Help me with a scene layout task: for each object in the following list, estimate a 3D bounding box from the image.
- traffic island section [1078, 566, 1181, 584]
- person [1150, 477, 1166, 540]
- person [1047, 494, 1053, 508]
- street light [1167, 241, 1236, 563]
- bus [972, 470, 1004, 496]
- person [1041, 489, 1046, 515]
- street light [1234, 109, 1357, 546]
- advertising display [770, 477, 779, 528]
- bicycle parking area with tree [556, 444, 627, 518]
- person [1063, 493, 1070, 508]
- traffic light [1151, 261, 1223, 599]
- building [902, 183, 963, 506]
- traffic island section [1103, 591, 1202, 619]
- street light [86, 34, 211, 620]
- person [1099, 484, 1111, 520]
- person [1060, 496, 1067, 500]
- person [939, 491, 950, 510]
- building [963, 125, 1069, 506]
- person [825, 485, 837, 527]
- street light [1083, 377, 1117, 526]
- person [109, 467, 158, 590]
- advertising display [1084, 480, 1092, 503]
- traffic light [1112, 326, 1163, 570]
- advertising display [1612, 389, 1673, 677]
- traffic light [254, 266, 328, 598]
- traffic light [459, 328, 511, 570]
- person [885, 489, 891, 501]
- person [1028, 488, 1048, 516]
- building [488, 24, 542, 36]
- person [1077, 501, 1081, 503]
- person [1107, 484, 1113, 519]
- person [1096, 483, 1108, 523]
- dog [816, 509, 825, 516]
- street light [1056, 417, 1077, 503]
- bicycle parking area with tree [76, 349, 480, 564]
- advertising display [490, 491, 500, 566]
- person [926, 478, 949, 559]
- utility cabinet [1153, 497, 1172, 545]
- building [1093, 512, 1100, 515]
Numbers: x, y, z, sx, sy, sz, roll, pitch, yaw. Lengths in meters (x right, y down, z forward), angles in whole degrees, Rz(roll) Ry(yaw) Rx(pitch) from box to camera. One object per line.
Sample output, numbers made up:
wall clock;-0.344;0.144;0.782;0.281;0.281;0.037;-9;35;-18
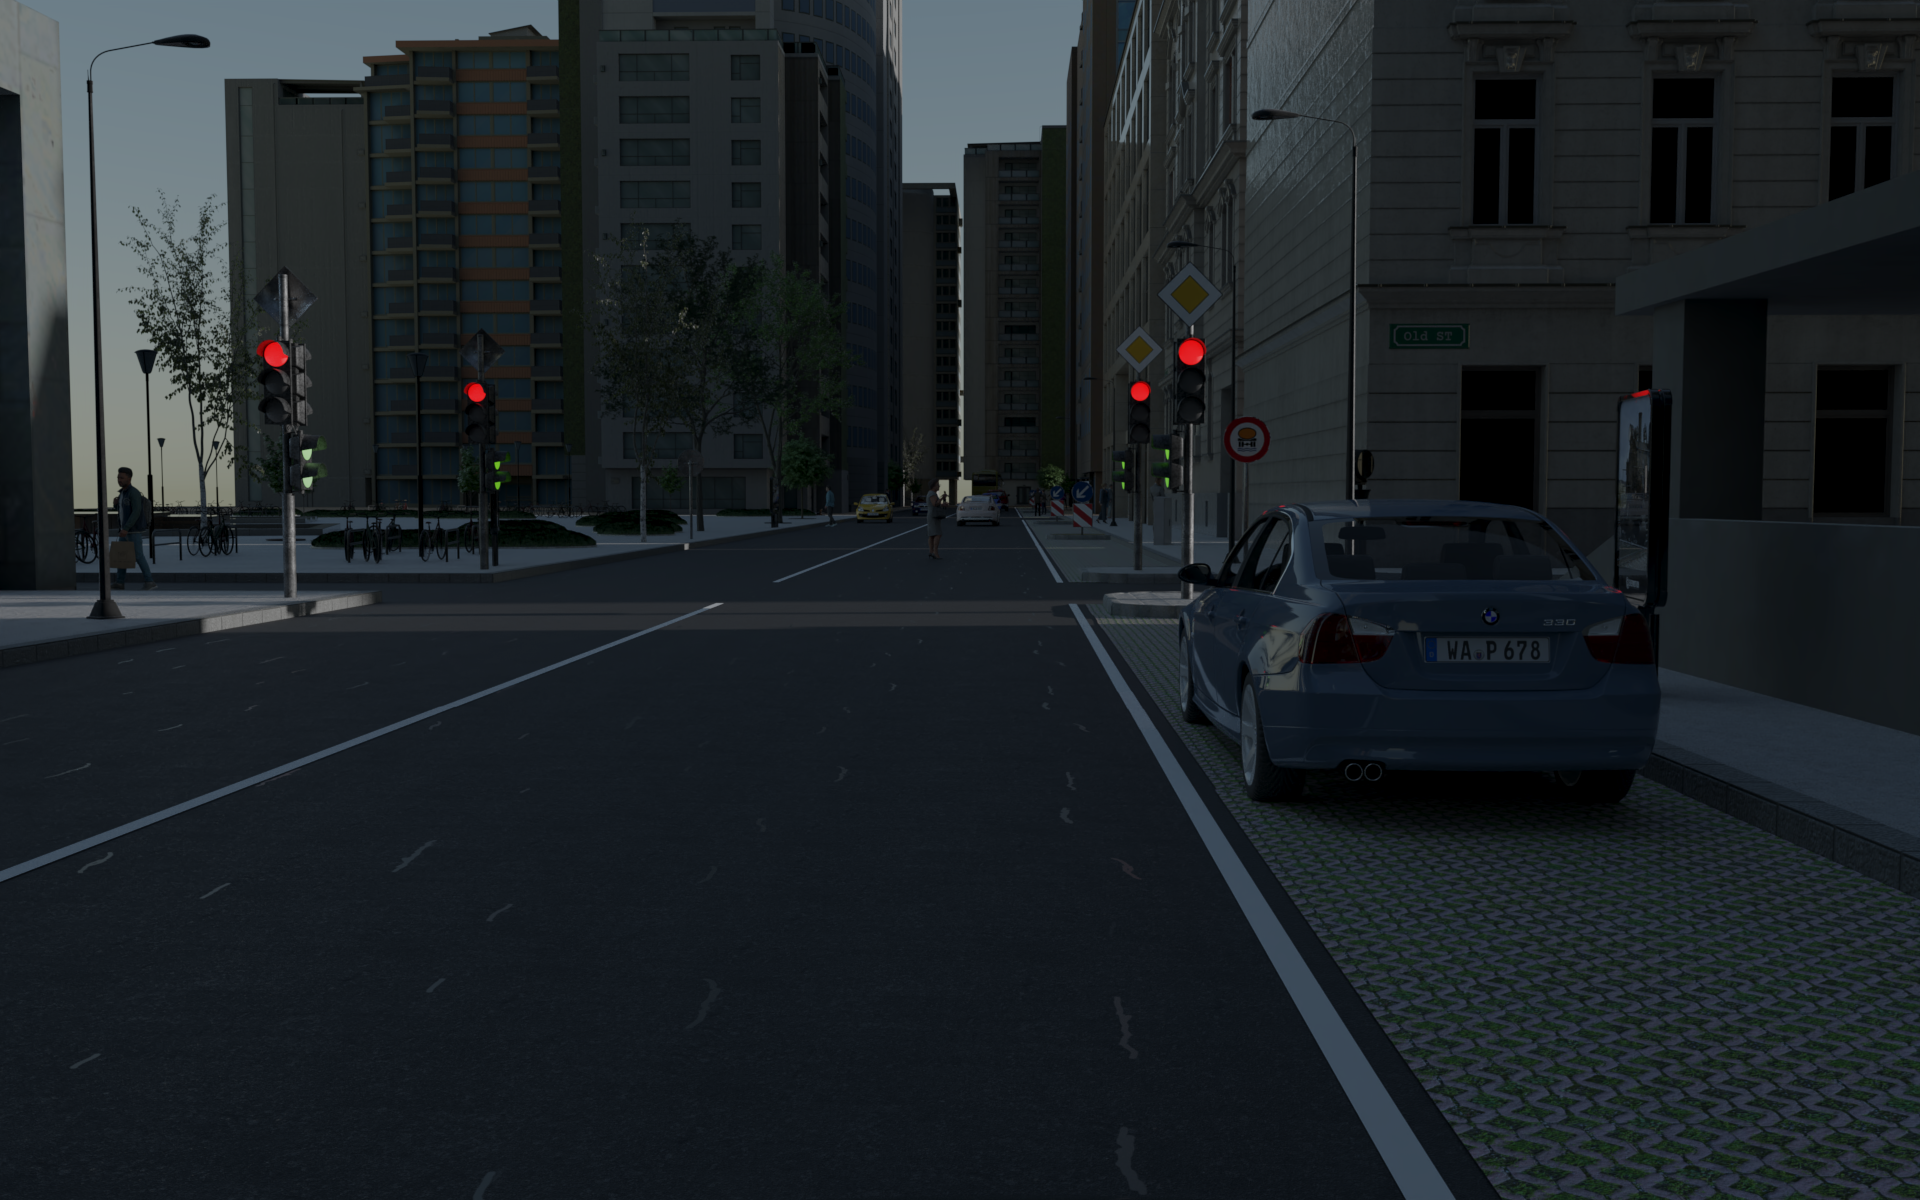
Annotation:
traffic island section;3.019;-0.423;29.193;2.009;0.180;2.903;0;4;2
person;5.243;-2.384;45.300;0.520;1.790;0.573;3;4;39
person;8.614;-9.584;163.264;0.721;1.766;1.217;3;5;41
street light;4.493;-3.633;31.942;1.470;5.913;1.316;0;4;2
bus;2.758;-11.118;173.329;2.896;3.916;12.252;0;4;4
person;5.696;-6.798;120.177;0.617;1.759;0.750;-2;4;-35
street light;4.216;-2.967;21.046;1.470;5.913;1.316;0;4;2
advertising display;-7.078;-3.726;66.130;0.123;1.923;0.974;1;4;9
bicycle parking area with tree;-22.958;-6.678;96.183;9.016;4.147;8.231;2;4;32
person;9.358;-9.090;155.354;1.217;1.739;0.721;-2;4;-24
traffic light;2.762;-1.968;21.098;0.839;4.253;0.868;0;4;2
building;-11.741;-31.373;204.837;23.993;40.220;32.217;0;4;2
traffic island section;2.802;0.065;21.211;2.009;0.180;2.903;0;4;2
street light;-8.274;-2.760;17.673;1.470;5.913;1.316;0;4;2
person;7.223;-4.918;86.470;0.581;1.822;0.654;1;4;13
person;7.764;-7.560;132.870;0.991;1.433;0.599;1;4;22
person;-1.454;-9.203;159.689;1.217;1.743;0.721;-2;4;-26
building;7.359;-31.297;195.293;14.086;41.232;14.154;0;4;2
person;-5.675;-4.144;76.272;0.620;1.820;0.660;1;4;12
street light;5.574;-5.888;68.803;1.470;5.913;1.316;0;4;2
person;-12.053;-1.018;25.123;0.713;1.824;0.794;-2;4;-27
advertising display;6.025;-4.697;82.015;0.123;1.923;0.974;-1;4;-13
traffic light;2.980;-2.456;29.081;0.839;4.253;0.868;0;4;2
advertising display;4.333;-0.356;11.037;0.123;1.923;0.974;1;4;9
traffic light;-8.295;-1.985;21.382;0.839;4.253;0.868;0;4;2
traffic light;-8.078;-2.474;29.364;0.839;4.253;0.868;0;4;2
person;-5.855;-8.177;140.538;0.445;1.727;0.742;0;4;5
person;4.992;-6.266;111.094;1.348;1.807;0.705;1;4;11
building;-38.595;-37.588;203.805;27.495;52.752;28.713;0;4;2
person;6.875;-5.639;98.145;0.836;1.842;0.656;1;4;23
person;7.873;-5.189;90.977;0.391;1.810;0.635;1;4;9
person;6.238;-4.234;75.691;0.534;1.772;0.576;-1;4;-11
dog;-8.426;-5.233;103.298;0.550;0.427;0.748;-3;5;-42
street light;6.463;-8.050;104.160;1.470;5.913;1.316;0;4;2
bicycle parking area with tree;-13.591;-2.920;34.744;8.231;4.147;9.016;0;4;4
advertising display;-8.364;-1.586;31.138;0.123;1.923;0.974;-1;4;-13
person;-0.471;-1.789;38.103;0.532;1.782;0.716;0;4;-2
utility cabinet;5.167;-2.013;44.080;0.306;1.237;1.020;1;4;17
building;15.227;-28.355;113.716;14.600;45.320;14.200;0;4;2
